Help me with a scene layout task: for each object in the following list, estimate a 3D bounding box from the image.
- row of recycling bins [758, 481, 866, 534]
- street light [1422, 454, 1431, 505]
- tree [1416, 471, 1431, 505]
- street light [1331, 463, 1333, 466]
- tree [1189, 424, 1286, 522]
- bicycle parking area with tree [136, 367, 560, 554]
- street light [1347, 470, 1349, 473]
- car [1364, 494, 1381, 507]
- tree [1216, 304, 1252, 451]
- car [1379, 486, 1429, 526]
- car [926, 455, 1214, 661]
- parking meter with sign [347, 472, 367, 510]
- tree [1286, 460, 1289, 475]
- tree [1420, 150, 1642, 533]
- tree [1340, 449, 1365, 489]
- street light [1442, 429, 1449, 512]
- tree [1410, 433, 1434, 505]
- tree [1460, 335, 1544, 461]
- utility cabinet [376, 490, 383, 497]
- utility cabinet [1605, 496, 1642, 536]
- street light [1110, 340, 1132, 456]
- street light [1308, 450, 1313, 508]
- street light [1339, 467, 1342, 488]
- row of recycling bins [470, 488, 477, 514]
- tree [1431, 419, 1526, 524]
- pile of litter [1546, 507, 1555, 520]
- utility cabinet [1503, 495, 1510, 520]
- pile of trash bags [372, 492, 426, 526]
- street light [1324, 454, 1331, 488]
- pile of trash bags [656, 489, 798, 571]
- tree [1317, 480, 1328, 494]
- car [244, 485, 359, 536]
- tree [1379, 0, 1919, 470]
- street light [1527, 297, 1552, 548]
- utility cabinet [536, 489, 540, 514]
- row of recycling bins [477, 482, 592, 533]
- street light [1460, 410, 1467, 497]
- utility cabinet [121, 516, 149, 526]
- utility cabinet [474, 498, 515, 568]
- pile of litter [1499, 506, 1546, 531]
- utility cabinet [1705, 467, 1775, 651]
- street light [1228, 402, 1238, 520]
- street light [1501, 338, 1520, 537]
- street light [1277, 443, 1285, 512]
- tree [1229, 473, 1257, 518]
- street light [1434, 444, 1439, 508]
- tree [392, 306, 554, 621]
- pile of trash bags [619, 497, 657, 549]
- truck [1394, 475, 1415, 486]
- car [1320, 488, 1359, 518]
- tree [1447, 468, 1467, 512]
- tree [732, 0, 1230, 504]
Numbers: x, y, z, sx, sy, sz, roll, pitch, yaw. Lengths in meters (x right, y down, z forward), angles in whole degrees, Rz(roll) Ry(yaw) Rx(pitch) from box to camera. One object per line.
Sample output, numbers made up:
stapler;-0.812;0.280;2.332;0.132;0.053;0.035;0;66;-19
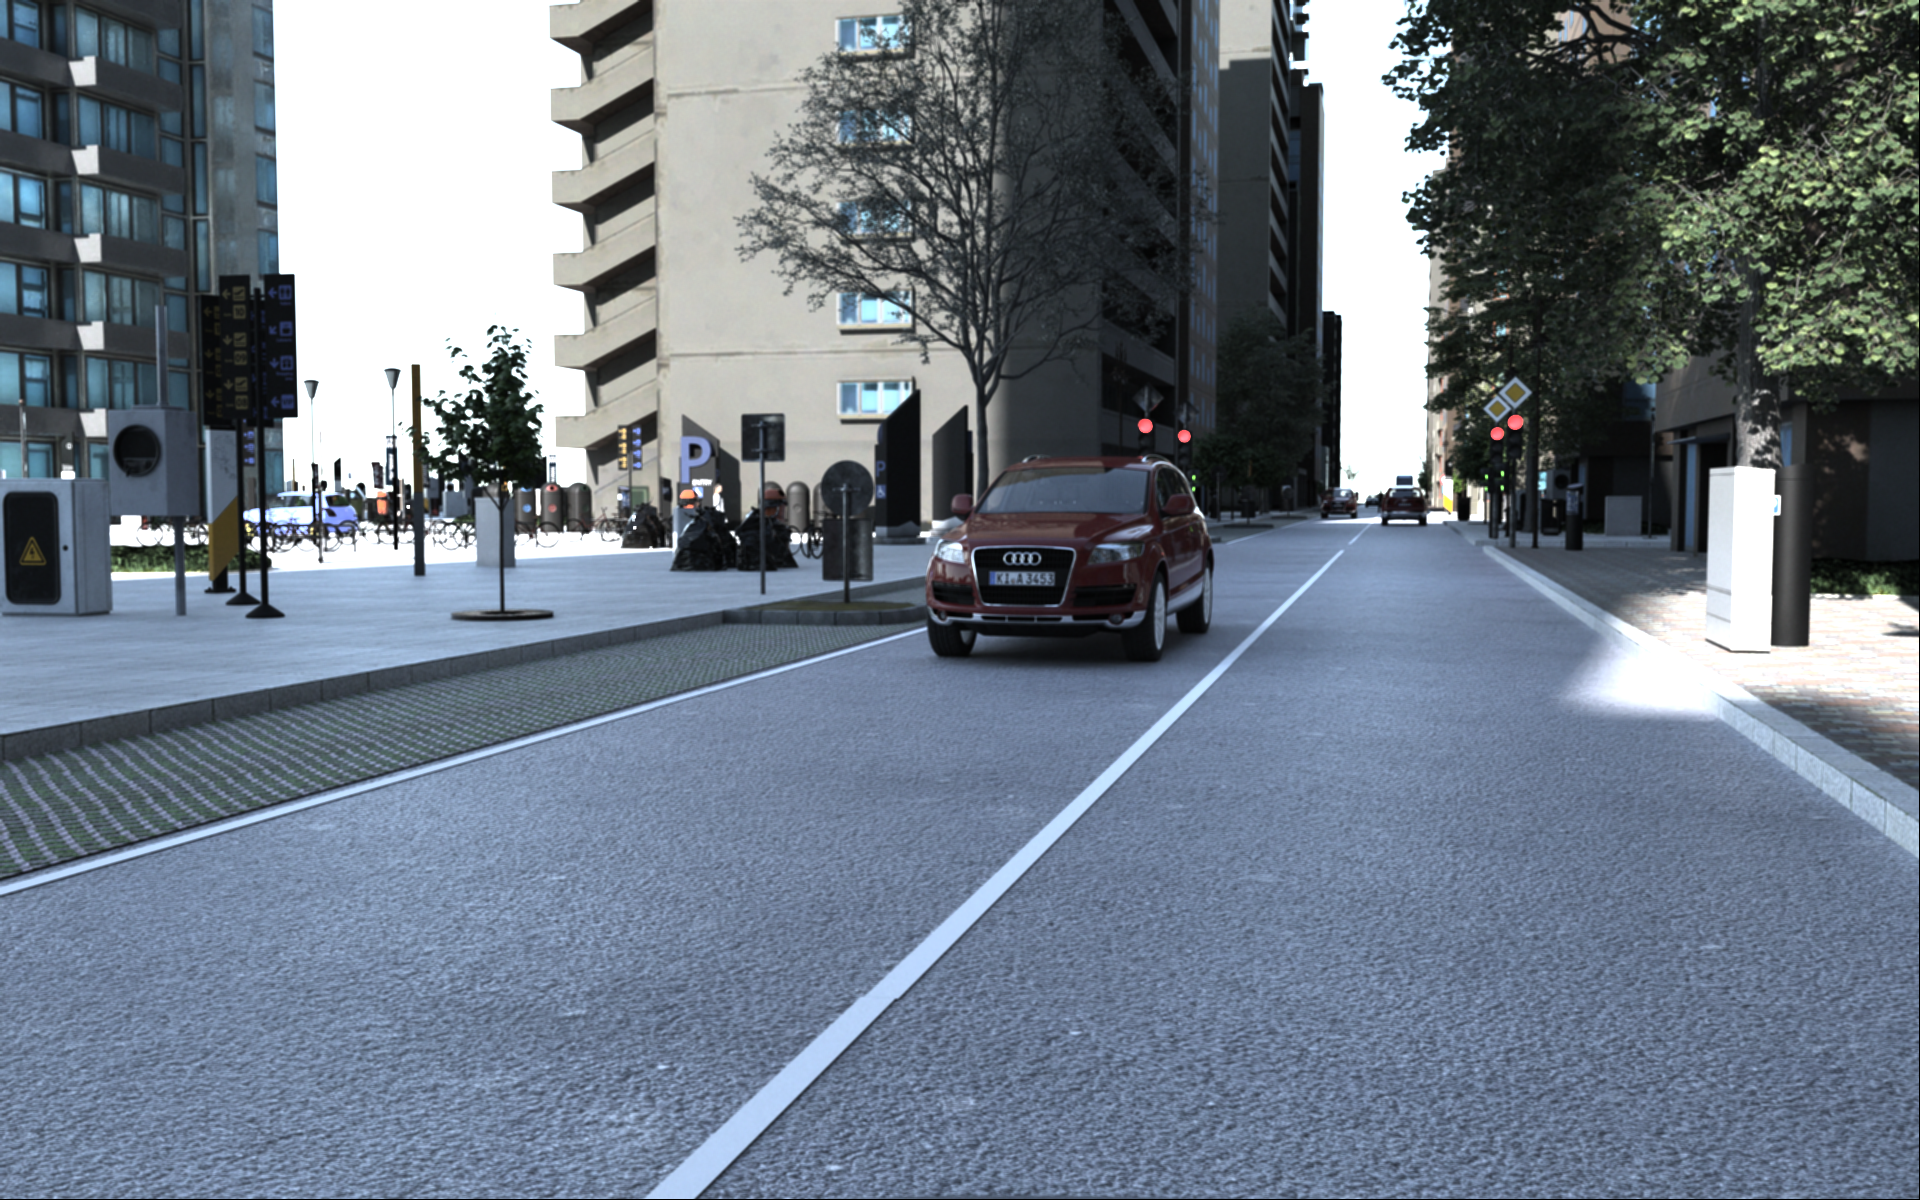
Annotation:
row of recycling bins;-4.838;-3.036;56.759;3.534;1.692;1.069;-1;4;-11
street light;55.819;-14.319;206.906;0.468;5.910;1.993;1;4;14
tree;57.054;-13.875;210.571;4.285;4.588;4.351;0;3;0
street light;44.228;-14.310;206.757;0.468;5.910;1.993;1;4;14
tree;12.120;-5.952;81.036;4.285;4.588;4.351;0;3;0
bicycle parking area with tree;-14.689;-3.324;41.356;9.016;4.147;8.231;-2;4;-27
street light;61.744;-18.521;275.604;0.468;5.910;1.993;1;4;14
car;44.727;-10.854;187.244;2.009;1.686;4.222;1;4;14
tree;20.199;-12.719;114.610;9.857;13.997;8.962;0;3;0
car;20.570;-4.378;80.256;2.281;1.827;5.304;1;4;14
car;1.201;-0.491;16.696;2.281;1.827;5.304;1;4;15
parking meter with sign;-47.783;-8.659;137.839;1.738;3.016;0.543;1;4;12
tree;18.313;-7.449;105.497;4.285;4.588;4.351;0;3;0
tree;19.081;-8.528;57.568;7.486;12.596;7.792;0;3;0
tree;62.919;-20.103;279.046;4.360;8.622;3.978;0;3;0
street light;35.390;-9.396;126.408;0.468;5.910;1.993;1;4;14
tree;55.017;-15.430;202.640;4.360;8.622;3.978;0;3;0
tree;25.231;-8.004;81.233;4.737;8.622;4.395;0;3;0
utility cabinet;-33.311;-5.549;99.403;0.318;1.500;1.173;-1;4;-22
utility cabinet;20.188;-2.541;52.709;1.020;1.237;0.306;1;4;9
street light;4.839;-4.854;52.144;0.468;5.910;1.993;1;4;14
street light;32.546;-11.506;160.905;0.468;5.910;1.993;1;4;14
street light;52.960;-16.401;240.944;0.468;5.910;1.993;1;4;14
row of recycling bins;-25.937;-5.367;94.858;1.069;1.692;3.534;0;4;1
tree;22.506;-5.509;73.788;4.285;4.588;4.351;0;3;0
pile of litter;22.004;-3.172;65.825;1.719;0.858;1.176;1;4;10
utility cabinet;26.747;-4.480;84.404;0.306;1.237;1.020;0;4;3
pile of trash bags;-23.513;-3.807;71.994;1.912;1.369;3.447;0;4;-2
street light;41.233;-13.597;195.104;0.468;5.910;1.993;1;4;14
pile of trash bags;-3.706;-1.252;30.231;1.912;1.369;3.447;1;4;11
tree;41.348;-12.563;200.008;1.663;3.219;1.824;0;3;0
car;-20.455;-2.674;53.309;3.694;1.707;1.945;1;4;13
tree;8.987;-6.873;19.023;9.857;13.997;8.962;0;3;0
street light;13.607;-4.160;40.801;0.468;5.910;1.993;1;4;14
utility cabinet;-18.798;-4.247;78.114;1.173;1.500;0.318;0;4;7
row of recycling bins;-14.049;-3.087;57.586;3.534;1.692;1.069;-2;4;-24
street light;25.218;-6.969;86.724;0.468;5.910;1.993;1;4;14
utility cabinet;-33.067;-3.564;69.436;1.020;1.237;0.306;0;4;6
utility cabinet;-8.206;-1.189;30.596;0.306;1.237;1.020;-3;5;-40
pile of litter;19.589;-2.873;60.944;1.176;0.858;1.719;0;4;-5
utility cabinet;6.516;-0.354;14.465;0.318;1.500;1.173;1;4;14
street light;13.717;-6.990;87.069;0.468;5.910;1.993;1;4;14
street light;16.371;-4.821;51.614;0.468;5.910;1.993;1;4;14
street light;22.608;-9.120;121.894;0.468;5.910;1.993;1;4;14
tree;15.525;-6.138;94.959;1.663;3.219;1.824;0;3;0
street light;44.145;-11.487;160.595;0.468;5.910;1.993;1;4;14
tree;-4.743;-1.434;18.049;1.663;3.219;1.824;0;3;0
pile of trash bags;-6.962;-1.972;42.000;1.912;1.369;3.447;0;4;7
truck;60.728;-15.109;236.795;2.967;4.110;18.799;1;4;15
car;22.702;-5.806;103.603;2.281;1.827;5.304;1;4;14
tree;35.034;-7.858;123.078;1.663;3.219;1.824;0;3;0
tree;0.502;-7.695;36.176;12.009;13.543;11.850;0;3;0
